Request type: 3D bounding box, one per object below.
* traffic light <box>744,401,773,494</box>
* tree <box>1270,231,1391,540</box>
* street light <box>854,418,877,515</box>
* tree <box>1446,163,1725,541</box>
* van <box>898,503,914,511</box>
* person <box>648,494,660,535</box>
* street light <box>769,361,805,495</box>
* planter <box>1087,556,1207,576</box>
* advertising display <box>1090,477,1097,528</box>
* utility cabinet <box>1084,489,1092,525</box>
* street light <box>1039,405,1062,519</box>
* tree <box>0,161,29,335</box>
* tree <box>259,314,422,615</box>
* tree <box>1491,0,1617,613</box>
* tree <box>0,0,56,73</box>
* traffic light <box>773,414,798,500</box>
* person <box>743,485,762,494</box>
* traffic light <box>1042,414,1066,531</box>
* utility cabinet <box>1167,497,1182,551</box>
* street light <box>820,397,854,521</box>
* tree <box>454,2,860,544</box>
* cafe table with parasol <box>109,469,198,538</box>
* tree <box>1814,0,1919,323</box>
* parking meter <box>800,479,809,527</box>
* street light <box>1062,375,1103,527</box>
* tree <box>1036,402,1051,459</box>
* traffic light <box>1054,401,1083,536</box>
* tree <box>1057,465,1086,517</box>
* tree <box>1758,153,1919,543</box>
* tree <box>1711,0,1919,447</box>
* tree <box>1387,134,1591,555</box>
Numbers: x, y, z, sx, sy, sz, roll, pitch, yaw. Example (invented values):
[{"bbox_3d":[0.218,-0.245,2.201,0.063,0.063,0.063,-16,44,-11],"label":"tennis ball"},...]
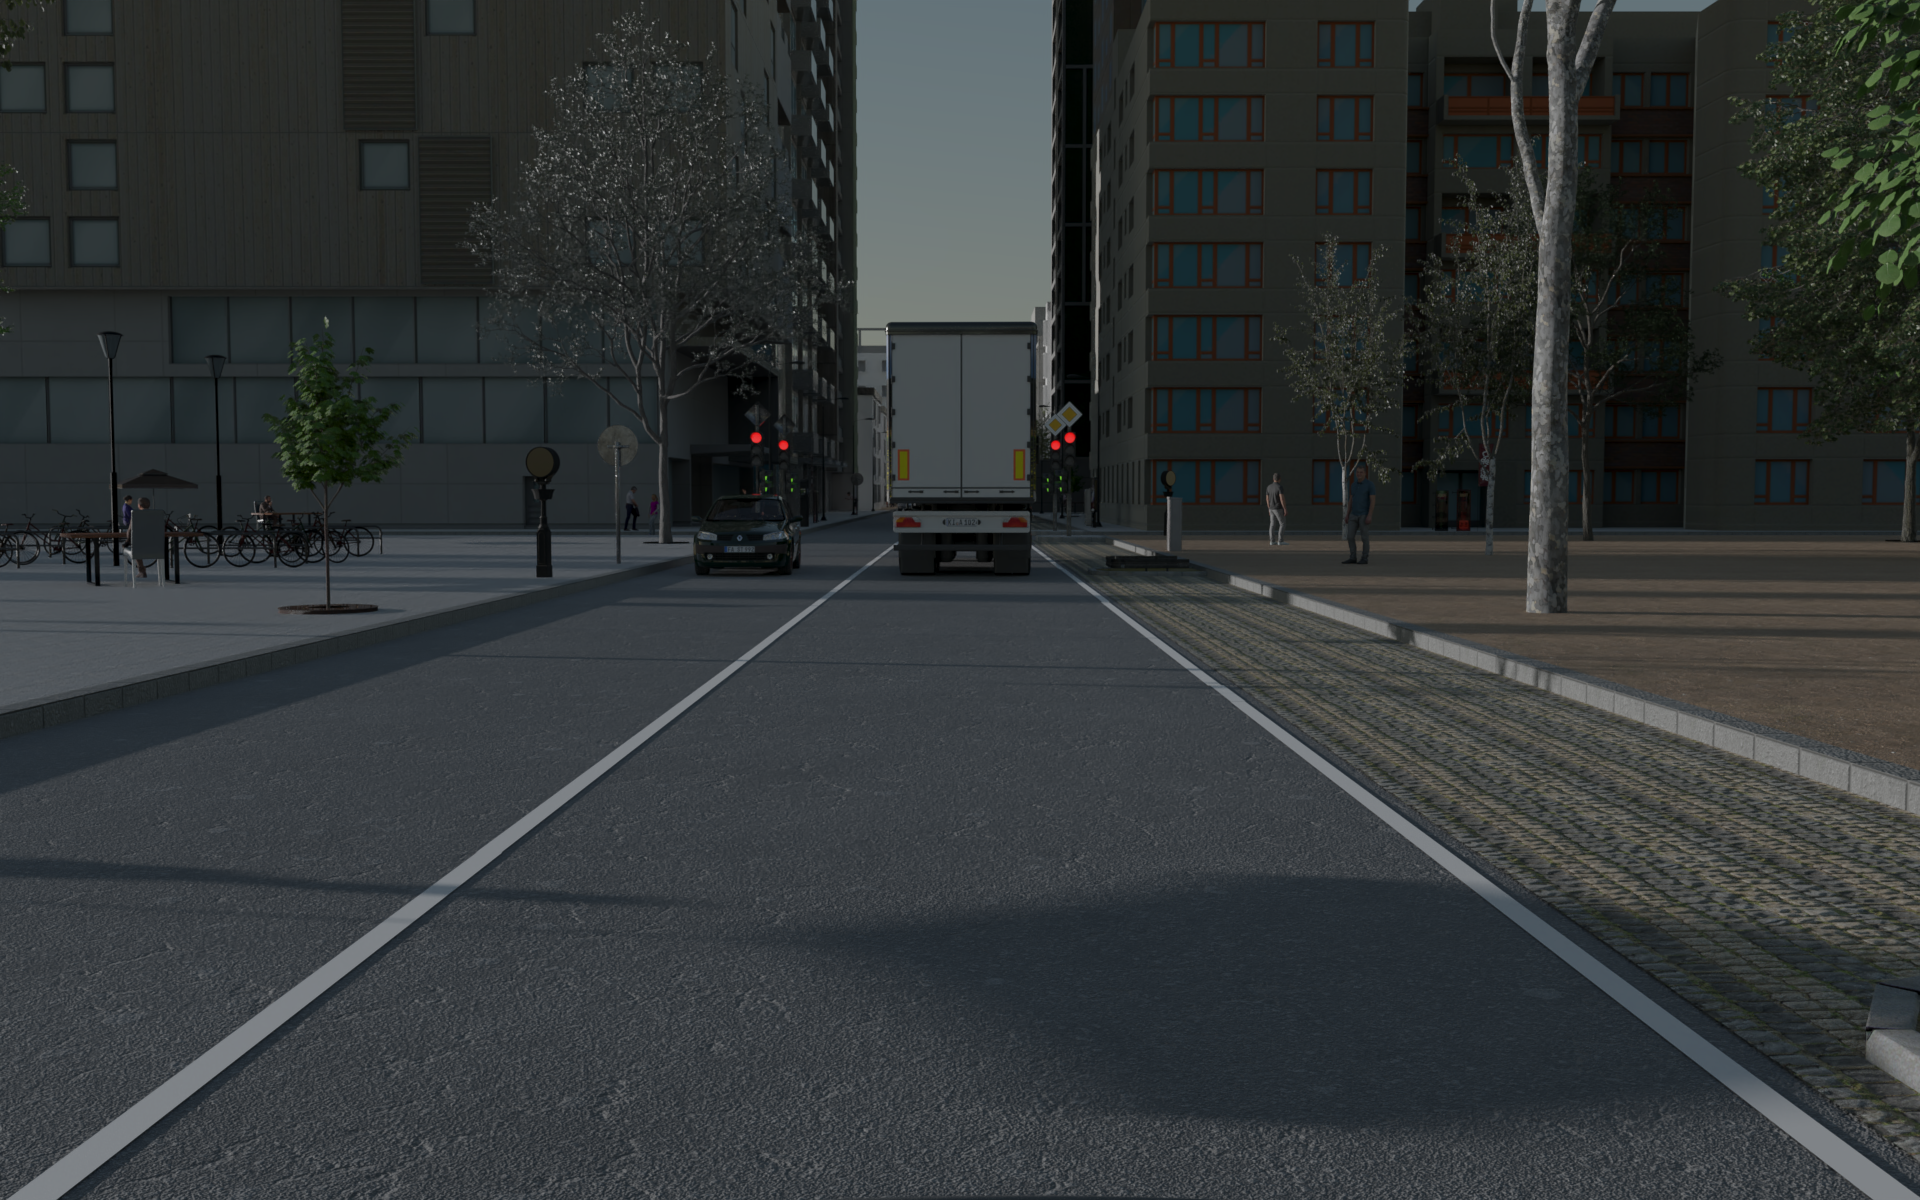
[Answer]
[{"bbox_3d":[-6.125,-3.894,52.583,0.839,4.253,0.868,0,3,0],"label":"traffic light"},{"bbox_3d":[10.732,-5.980,48.128,4.360,8.622,3.978,0,3,0],"label":"tree"},{"bbox_3d":[-5.963,-8.149,105.777,1.470,5.913,1.316,0,3,0],"label":"street light"},{"bbox_3d":[16.913,-6.904,47.292,7.601,10.594,8.767,0,4,5],"label":"tree"},{"bbox_3d":[-4.290,-8.400,144.353,2.013,2.044,4.112,0,4,1],"label":"van"},{"bbox_3d":[-10.123,-2.750,56.692,0.726,1.434,0.776,2,4,35],"label":"person"},{"bbox_3d":[-6.083,-5.377,60.459,1.470,5.913,1.316,0,3,0],"label":"street light"},{"bbox_3d":[3.296,-0.601,30.969,1.991,0.319,1.994,0,3,0],"label":"planter"},{"bbox_3d":[5.114,-3.728,66.161,0.123,1.923,0.974,0,4,-4],"label":"advertising display"},{"bbox_3d":[5.219,-3.759,70.145,0.318,1.500,1.173,0,4,0],"label":"utility cabinet"},{"bbox_3d":[4.801,-7.208,90.396,1.470,5.913,1.316,0,3,0],"label":"street light"},{"bbox_3d":[-28.640,-7.279,44.766,9.928,11.665,9.643,0,3,0],"label":"tree"},{"bbox_3d":[-6.872,-1.475,18.712,1.663,3.219,1.824,0,3,0],"label":"tree"},{"bbox_3d":[7.859,-9.924,18.146,12.611,20.169,13.585,0,3,0],"label":"tree"},{"bbox_3d":[-10.824,-4.034,16.318,4.360,8.622,3.978,0,3,0],"label":"tree"},{"bbox_3d":[-6.114,-4.382,60.568,0.839,4.253,0.868,0,3,0],"label":"traffic light"},{"bbox_3d":[-6.831,-2.949,57.512,0.742,1.727,0.445,-1,4,-15],"label":"person"},{"bbox_3d":[3.308,-4.382,60.570,0.839,4.253,0.868,0,3,0],"label":"traffic light"},{"bbox_3d":[4.872,-1.719,39.274,0.306,1.237,1.020,0,4,4],"label":"utility cabinet"},{"bbox_3d":[-6.018,-6.763,83.118,1.470,5.913,1.316,0,3,0],"label":"street light"},{"bbox_3d":[-7.755,-8.198,44.405,12.009,13.543,11.850,0,3,0],"label":"tree"},{"bbox_3d":[-22.000,-2.594,47.270,2.610,1.966,2.610,1,4,20],"label":"cafe table with parasol"},{"bbox_3d":[5.342,-1.412,6.805,4.285,4.588,4.351,0,3,0],"label":"tree"},{"bbox_3d":[-6.078,-3.790,67.681,0.255,1.863,0.399,1,4,13],"label":"parking meter"},{"bbox_3d":[4.857,-5.804,67.442,1.470,5.913,1.316,0,3,0],"label":"street light"},{"bbox_3d":[6.333,-11.534,138.943,4.737,8.622,4.395,0,3,0],"label":"tree"},{"bbox_3d":[3.296,-3.894,52.585,0.839,4.253,0.868,0,3,0],"label":"traffic light"},{"bbox_3d":[6.212,-6.275,97.201,1.663,3.219,1.824,0,3,0],"label":"tree"},{"bbox_3d":[25.621,-7.359,46.070,9.928,11.665,9.643,0,3,0],"label":"tree"},{"bbox_3d":[20.248,-7.836,34.772,9.857,13.997,8.962,0,3,0],"label":"tree"},{"bbox_3d":[11.179,-5.263,36.412,4.360,8.622,3.978,0,3,0],"label":"tree"}]
